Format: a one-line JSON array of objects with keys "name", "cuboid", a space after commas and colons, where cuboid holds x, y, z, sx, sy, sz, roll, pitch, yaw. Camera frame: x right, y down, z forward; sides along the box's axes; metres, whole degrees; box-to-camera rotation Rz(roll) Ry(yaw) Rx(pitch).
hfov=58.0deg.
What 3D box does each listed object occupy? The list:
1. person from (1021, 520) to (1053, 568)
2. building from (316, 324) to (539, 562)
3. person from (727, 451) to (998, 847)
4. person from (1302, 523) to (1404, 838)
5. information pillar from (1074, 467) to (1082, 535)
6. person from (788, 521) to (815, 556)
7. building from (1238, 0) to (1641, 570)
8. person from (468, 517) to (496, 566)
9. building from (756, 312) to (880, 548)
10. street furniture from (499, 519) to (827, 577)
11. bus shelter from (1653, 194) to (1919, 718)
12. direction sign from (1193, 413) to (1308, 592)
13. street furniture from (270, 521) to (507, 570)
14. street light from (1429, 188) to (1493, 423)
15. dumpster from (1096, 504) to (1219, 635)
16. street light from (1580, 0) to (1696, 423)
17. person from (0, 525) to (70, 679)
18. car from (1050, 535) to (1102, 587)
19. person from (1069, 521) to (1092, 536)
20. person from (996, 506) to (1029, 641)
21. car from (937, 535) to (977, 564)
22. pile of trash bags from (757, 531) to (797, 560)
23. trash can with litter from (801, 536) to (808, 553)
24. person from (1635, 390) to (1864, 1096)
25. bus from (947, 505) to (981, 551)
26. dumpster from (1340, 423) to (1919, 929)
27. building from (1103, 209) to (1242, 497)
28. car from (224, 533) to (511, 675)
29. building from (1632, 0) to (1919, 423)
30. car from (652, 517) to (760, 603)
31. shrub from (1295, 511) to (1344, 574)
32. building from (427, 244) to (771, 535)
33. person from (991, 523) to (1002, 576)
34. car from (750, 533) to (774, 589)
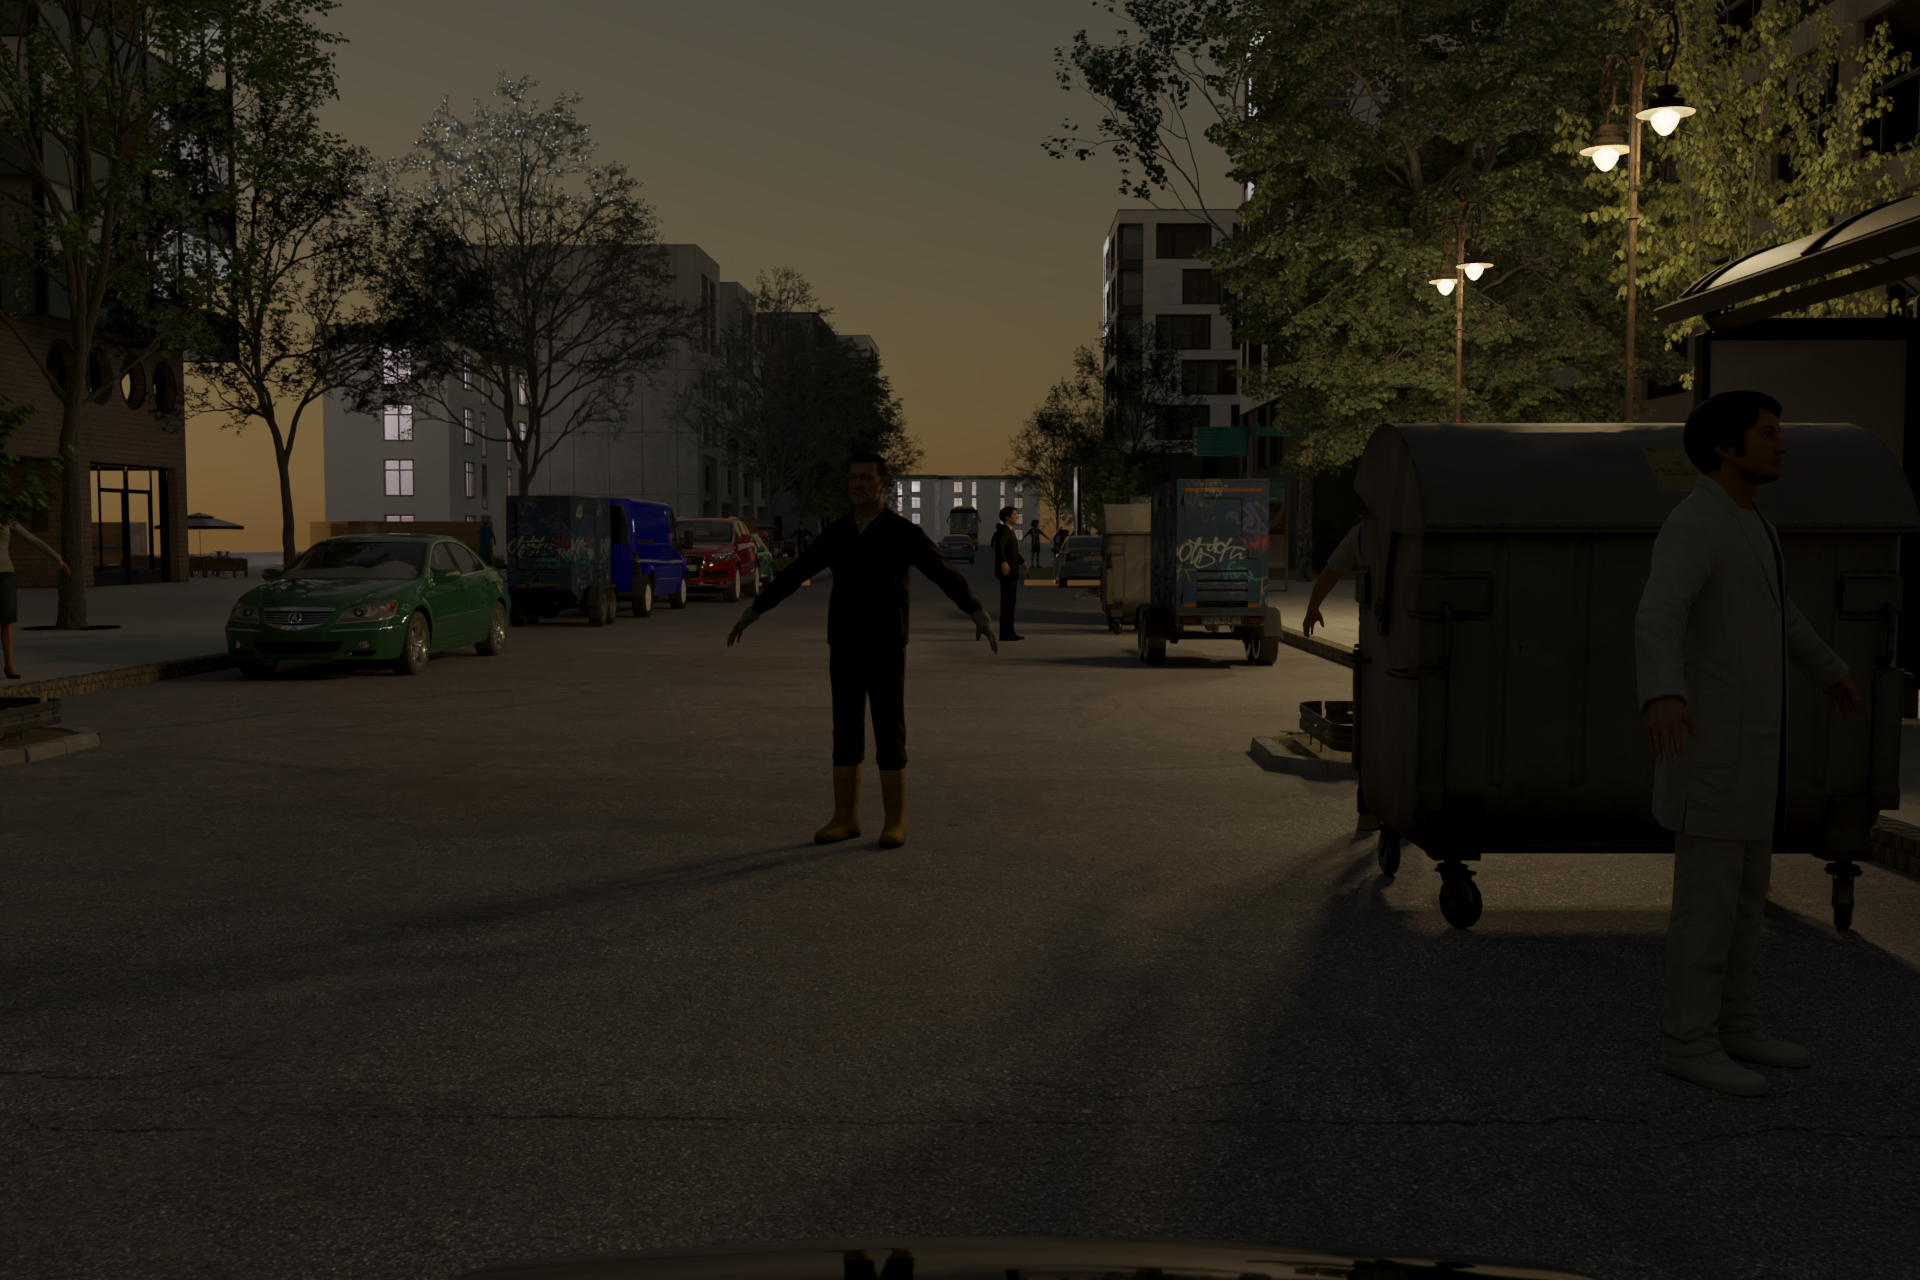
[{"name": "person", "cuboid": [2.872, -3.640, 65.660, 1.345, 1.843, 0.704, -2, 4, -24]}, {"name": "building", "cuboid": [-24.815, -8.644, 83.484, 9.099, 9.664, 28.070, 0, 4, 1]}, {"name": "person", "cuboid": [-0.436, 0.035, 8.027, 1.346, 1.812, 0.704, 1, 4, 20]}, {"name": "person", "cuboid": [2.107, 0.001, 8.300, 0.705, 1.847, 1.347, -3, 4, -36]}, {"name": "information pillar", "cuboid": [4.151, -4.264, 61.035, 0.184, 3.620, 1.656, 0, 3, 0]}, {"name": "person", "cuboid": [-6.794, -4.194, 74.499, 1.347, 1.837, 0.705, 0, 4, 6]}, {"name": "building", "cuboid": [26.007, -14.217, 76.427, 27.936, 21.610, 32.646, 0, 4, 1]}, {"name": "person", "cuboid": [-15.350, -3.044, 55.902, 0.704, 1.817, 1.347, 1, 4, 22]}, {"name": "building", "cuboid": [-23.272, -20.309, 176.034, 27.936, 21.610, 32.646, 0, 4, 2]}, {"name": "street furniture", "cuboid": [-7.851, -2.786, 52.404, 9.812, 1.723, 11.010, 3, 5, 43]}, {"name": "bus shelter", "cuboid": [5.837, -0.956, 9.551, 2.014, 3.302, 5.546, 0, 4, 2]}, {"name": "direction sign", "cuboid": [6.407, -2.999, 37.804, 2.525, 3.948, 1.411, 0, 4, 1]}, {"name": "street furniture", "cuboid": [-20.704, -3.285, 60.570, 9.812, 1.723, 11.010, -3, 4, -36]}, {"name": "street light", "cuboid": [6.792, -3.110, 23.639, 0.468, 5.910, 1.993, 0, 4, 1]}, {"name": "dumpster", "cuboid": [2.934, -1.029, 25.035, 1.865, 1.857, 1.264, 0, 4, 0]}, {"name": "street light", "cuboid": [5.941, -2.604, 15.360, 0.468, 5.910, 1.993, 0, 4, 1]}, {"name": "person", "cuboid": [-8.485, -0.513, 15.212, 1.217, 1.735, 0.721, -3, 5, -42]}, {"name": "car", "cuboid": [3.534, -2.201, 47.997, 2.014, 1.417, 4.499, 0, 4, 1]}, {"name": "person", "cuboid": [4.892, -3.928, 70.196, 1.349, 1.833, 0.705, 0, 4, -8]}, {"name": "person", "cuboid": [0.681, -0.899, 23.335, 0.705, 1.806, 1.347, 1, 4, 14]}, {"name": "car", "cuboid": [-0.152, -4.494, 85.479, 2.014, 1.417, 4.499, 0, 4, 1]}, {"name": "pile of trash bags", "cuboid": [-6.673, -3.098, 60.406, 1.912, 1.369, 3.447, 0, 4, 1]}, {"name": "trash can with litter", "cuboid": [-5.926, -3.465, 67.708, 1.678, 1.210, 2.233, 0, 4, 1]}, {"name": "person", "cuboid": [2.056, 0.248, 4.581, 0.705, 1.806, 1.347, 3, 5, 44]}, {"name": "bus", "cuboid": [0.412, -9.854, 152.659, 2.896, 3.916, 12.252, 0, 4, 1]}, {"name": "dumpster", "cuboid": [2.515, 0.090, 6.751, 1.865, 1.857, 1.264, 0, 4, 0]}, {"name": "building", "cuboid": [24.122, -17.209, 125.339, 27.936, 21.610, 32.646, 0, 4, 1]}, {"name": "car", "cuboid": [-6.371, -0.447, 19.111, 2.131, 1.459, 4.920, 0, 4, 1]}, {"name": "building", "cuboid": [27.408, -13.817, 29.106, 19.350, 26.588, 34.151, 0, 4, 1]}, {"name": "car", "cuboid": [-5.626, -1.788, 37.915, 2.281, 1.827, 5.304, 0, 4, 1]}, {"name": "shrub", "cuboid": [11.505, -3.119, 55.408, 1.690, 2.028, 1.600, 0, 3, 0]}, {"name": "building", "cuboid": [-23.900, -15.620, 121.850, 16.747, 18.905, 31.486, 0, 4, 2]}, {"name": "person", "cuboid": [1.352, -3.046, 58.449, 0.705, 1.806, 1.347, -2, 4, -29]}, {"name": "car", "cuboid": [-5.848, -2.158, 44.083, 1.959, 1.807, 4.718, 0, 4, 1]}]
